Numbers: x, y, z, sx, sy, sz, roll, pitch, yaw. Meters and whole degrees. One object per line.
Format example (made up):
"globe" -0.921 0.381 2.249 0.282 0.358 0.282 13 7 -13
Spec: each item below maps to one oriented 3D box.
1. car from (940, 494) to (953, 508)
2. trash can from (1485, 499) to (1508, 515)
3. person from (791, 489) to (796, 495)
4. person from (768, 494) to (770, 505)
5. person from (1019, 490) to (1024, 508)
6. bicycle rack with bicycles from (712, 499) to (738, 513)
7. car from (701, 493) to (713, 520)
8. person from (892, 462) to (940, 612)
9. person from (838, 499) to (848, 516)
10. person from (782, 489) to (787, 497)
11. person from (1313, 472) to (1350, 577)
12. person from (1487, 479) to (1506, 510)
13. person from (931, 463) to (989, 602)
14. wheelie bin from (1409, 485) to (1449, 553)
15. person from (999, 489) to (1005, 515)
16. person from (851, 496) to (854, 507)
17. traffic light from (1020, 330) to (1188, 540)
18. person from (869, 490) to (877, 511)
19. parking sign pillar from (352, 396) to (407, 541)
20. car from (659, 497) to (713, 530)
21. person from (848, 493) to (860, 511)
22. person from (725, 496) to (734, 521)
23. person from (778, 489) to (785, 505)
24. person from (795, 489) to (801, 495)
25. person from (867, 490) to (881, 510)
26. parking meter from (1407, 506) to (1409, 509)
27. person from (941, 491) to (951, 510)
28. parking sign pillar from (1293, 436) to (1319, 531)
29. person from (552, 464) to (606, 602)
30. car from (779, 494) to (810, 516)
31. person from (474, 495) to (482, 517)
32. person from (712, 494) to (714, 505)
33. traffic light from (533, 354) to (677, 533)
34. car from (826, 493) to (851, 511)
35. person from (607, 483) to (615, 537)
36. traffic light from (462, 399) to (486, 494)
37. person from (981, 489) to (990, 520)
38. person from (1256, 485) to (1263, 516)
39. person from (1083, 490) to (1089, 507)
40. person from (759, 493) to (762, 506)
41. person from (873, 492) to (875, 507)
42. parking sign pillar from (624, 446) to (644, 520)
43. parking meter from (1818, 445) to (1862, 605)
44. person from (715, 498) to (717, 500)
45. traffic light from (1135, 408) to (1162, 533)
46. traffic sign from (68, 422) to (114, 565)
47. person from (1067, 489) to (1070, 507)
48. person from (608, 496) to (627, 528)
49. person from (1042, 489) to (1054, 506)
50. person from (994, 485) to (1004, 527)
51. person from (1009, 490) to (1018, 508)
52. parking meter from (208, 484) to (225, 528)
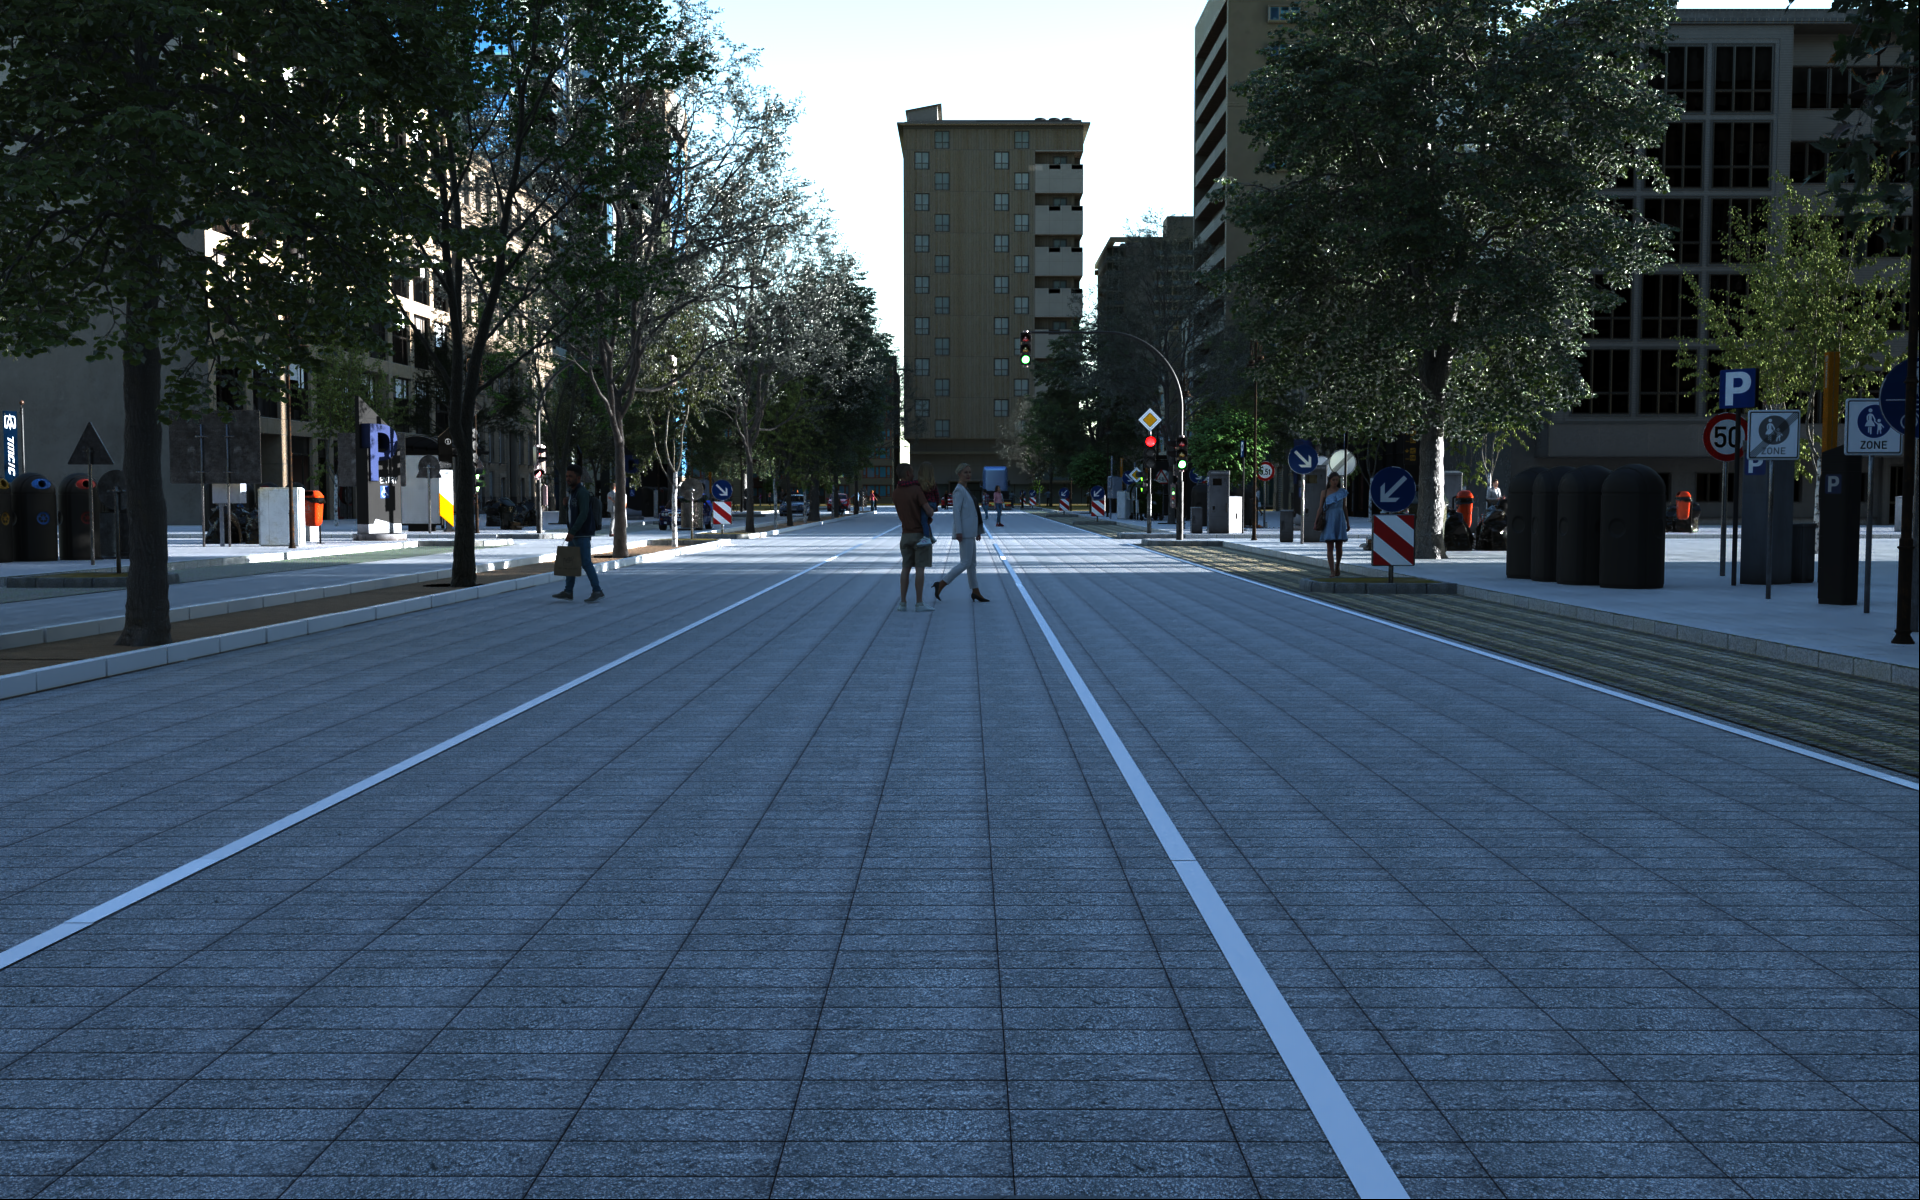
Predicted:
"car" -0.976 -10.182 175.518 2.155 1.783 4.494 0 4 1
"trash can" 14.733 -2.185 47.373 0.748 1.137 0.748 0 3 0
"person" -16.041 -9.712 165.277 0.683 1.767 0.568 -3 5 -41
"person" -22.412 -12.021 203.299 0.721 1.736 1.217 -1 4 -13
"person" 6.383 -10.380 178.222 0.705 1.823 1.348 1 4 20
"bicycle rack with bicycles" -17.058 -6.533 120.190 2.852 0.926 2.925 -2 4 -32
"car" -13.577 -4.798 88.032 1.945 1.707 3.694 0 4 -1
"person" -0.524 -0.779 21.215 0.580 1.828 0.573 -1 4 -11
"person" -7.711 -6.038 112.720 1.012 1.151 0.738 -2 4 -29
"person" -16.224 -9.467 161.355 0.721 1.766 1.217 -3 5 -42
"person" 6.365 -1.287 29.643 0.616 1.811 0.778 1 4 14
"person" 18.387 -3.247 59.333 0.606 1.804 0.583 -2 4 -31
"person" 0.004 -0.888 22.904 0.818 1.842 0.514 -1 4 -11
"wheelie bin" 9.839 -1.752 36.546 0.980 1.594 0.693 -3 5 -44
"person" 2.686 -6.579 116.418 0.694 1.780 0.624 0 4 5
"person" -11.550 -10.884 189.721 1.065 1.426 0.557 2 4 26
"traffic light" 4.035 -4.502 48.276 4.771 5.953 1.251 0 4 0
"person" -6.913 -7.874 137.962 0.721 1.743 1.217 -2 4 -31
"parking sign pillar" -16.148 -3.647 48.093 1.447 3.967 1.447 2 4 24
"car" -11.073 -3.510 69.962 1.945 1.354 3.894 0 4 0
"person" -8.090 -7.803 136.060 1.348 1.826 0.705 0 4 -6
"person" -12.463 -5.179 93.366 0.526 1.800 0.537 -1 4 -17
"person" -17.979 -10.326 175.425 0.990 1.755 0.434 1 4 22
"person" -12.552 -7.642 133.467 1.348 1.821 0.705 2 4 30
"person" -7.535 -8.798 152.372 1.348 1.821 0.705 1 4 22
"parking meter" 15.385 -3.111 59.279 0.372 1.533 0.369 0 3 0
"person" -1.321 -9.204 159.510 1.217 1.766 0.721 -3 4 -38
"parking sign pillar" 12.225 -4.446 61.158 1.447 3.967 1.447 -1 4 -11
"person" -5.036 -0.875 22.790 0.713 1.824 0.794 0 4 -8
"car" -10.710 -6.158 112.685 2.014 1.417 4.499 0 3 0
"person" -26.507 -5.285 95.045 0.503 1.515 0.523 3 4 37
"person" -24.386 -9.994 169.970 0.750 1.759 0.617 3 5 45
"traffic light" -11.618 -5.003 56.468 4.771 5.953 1.251 0 4 0
"car" -10.114 -8.296 144.678 2.155 1.783 4.494 0 4 -1
"person" -11.614 -3.042 58.441 0.583 1.804 0.606 -3 5 -42
"traffic light" -13.734 -3.641 48.454 0.839 4.253 0.868 0 4 0
"person" 1.442 -5.315 96.234 0.643 1.720 0.563 -3 4 -38
"person" 17.335 -5.761 100.593 0.624 1.780 0.694 0 4 7
"person" 13.172 -10.437 177.416 1.217 1.736 0.721 2 4 25
"person" -21.790 -10.951 188.320 0.599 1.433 0.991 0 4 4
"person" -9.681 -11.326 193.809 0.705 1.807 1.348 1 4 10
"parking sign pillar" -16.500 -5.988 86.368 1.447 3.967 1.447 2 4 35
"parking meter" 10.212 -0.881 20.121 0.255 1.863 0.399 -1 4 -22
"person" -27.241 -11.499 194.067 1.348 1.822 0.705 2 4 24
"traffic light" 6.151 -4.127 56.396 0.839 4.253 0.868 0 4 0
"traffic sign" -15.679 -1.911 31.246 0.884 2.594 0.081 0 4 6
"person" 10.405 -9.831 167.458 0.721 1.739 1.217 2 4 23
"person" -10.659 -2.752 54.069 0.480 1.755 0.524 3 5 41
"person" 9.338 -10.808 182.746 1.348 1.826 0.705 1 4 11
"person" 1.684 -4.152 76.389 0.388 1.821 0.555 2 4 35
"person" 5.294 -10.239 175.991 1.350 1.814 0.705 2 4 33
"parking meter" -20.781 -2.614 48.450 0.255 1.863 0.399 2 4 23
